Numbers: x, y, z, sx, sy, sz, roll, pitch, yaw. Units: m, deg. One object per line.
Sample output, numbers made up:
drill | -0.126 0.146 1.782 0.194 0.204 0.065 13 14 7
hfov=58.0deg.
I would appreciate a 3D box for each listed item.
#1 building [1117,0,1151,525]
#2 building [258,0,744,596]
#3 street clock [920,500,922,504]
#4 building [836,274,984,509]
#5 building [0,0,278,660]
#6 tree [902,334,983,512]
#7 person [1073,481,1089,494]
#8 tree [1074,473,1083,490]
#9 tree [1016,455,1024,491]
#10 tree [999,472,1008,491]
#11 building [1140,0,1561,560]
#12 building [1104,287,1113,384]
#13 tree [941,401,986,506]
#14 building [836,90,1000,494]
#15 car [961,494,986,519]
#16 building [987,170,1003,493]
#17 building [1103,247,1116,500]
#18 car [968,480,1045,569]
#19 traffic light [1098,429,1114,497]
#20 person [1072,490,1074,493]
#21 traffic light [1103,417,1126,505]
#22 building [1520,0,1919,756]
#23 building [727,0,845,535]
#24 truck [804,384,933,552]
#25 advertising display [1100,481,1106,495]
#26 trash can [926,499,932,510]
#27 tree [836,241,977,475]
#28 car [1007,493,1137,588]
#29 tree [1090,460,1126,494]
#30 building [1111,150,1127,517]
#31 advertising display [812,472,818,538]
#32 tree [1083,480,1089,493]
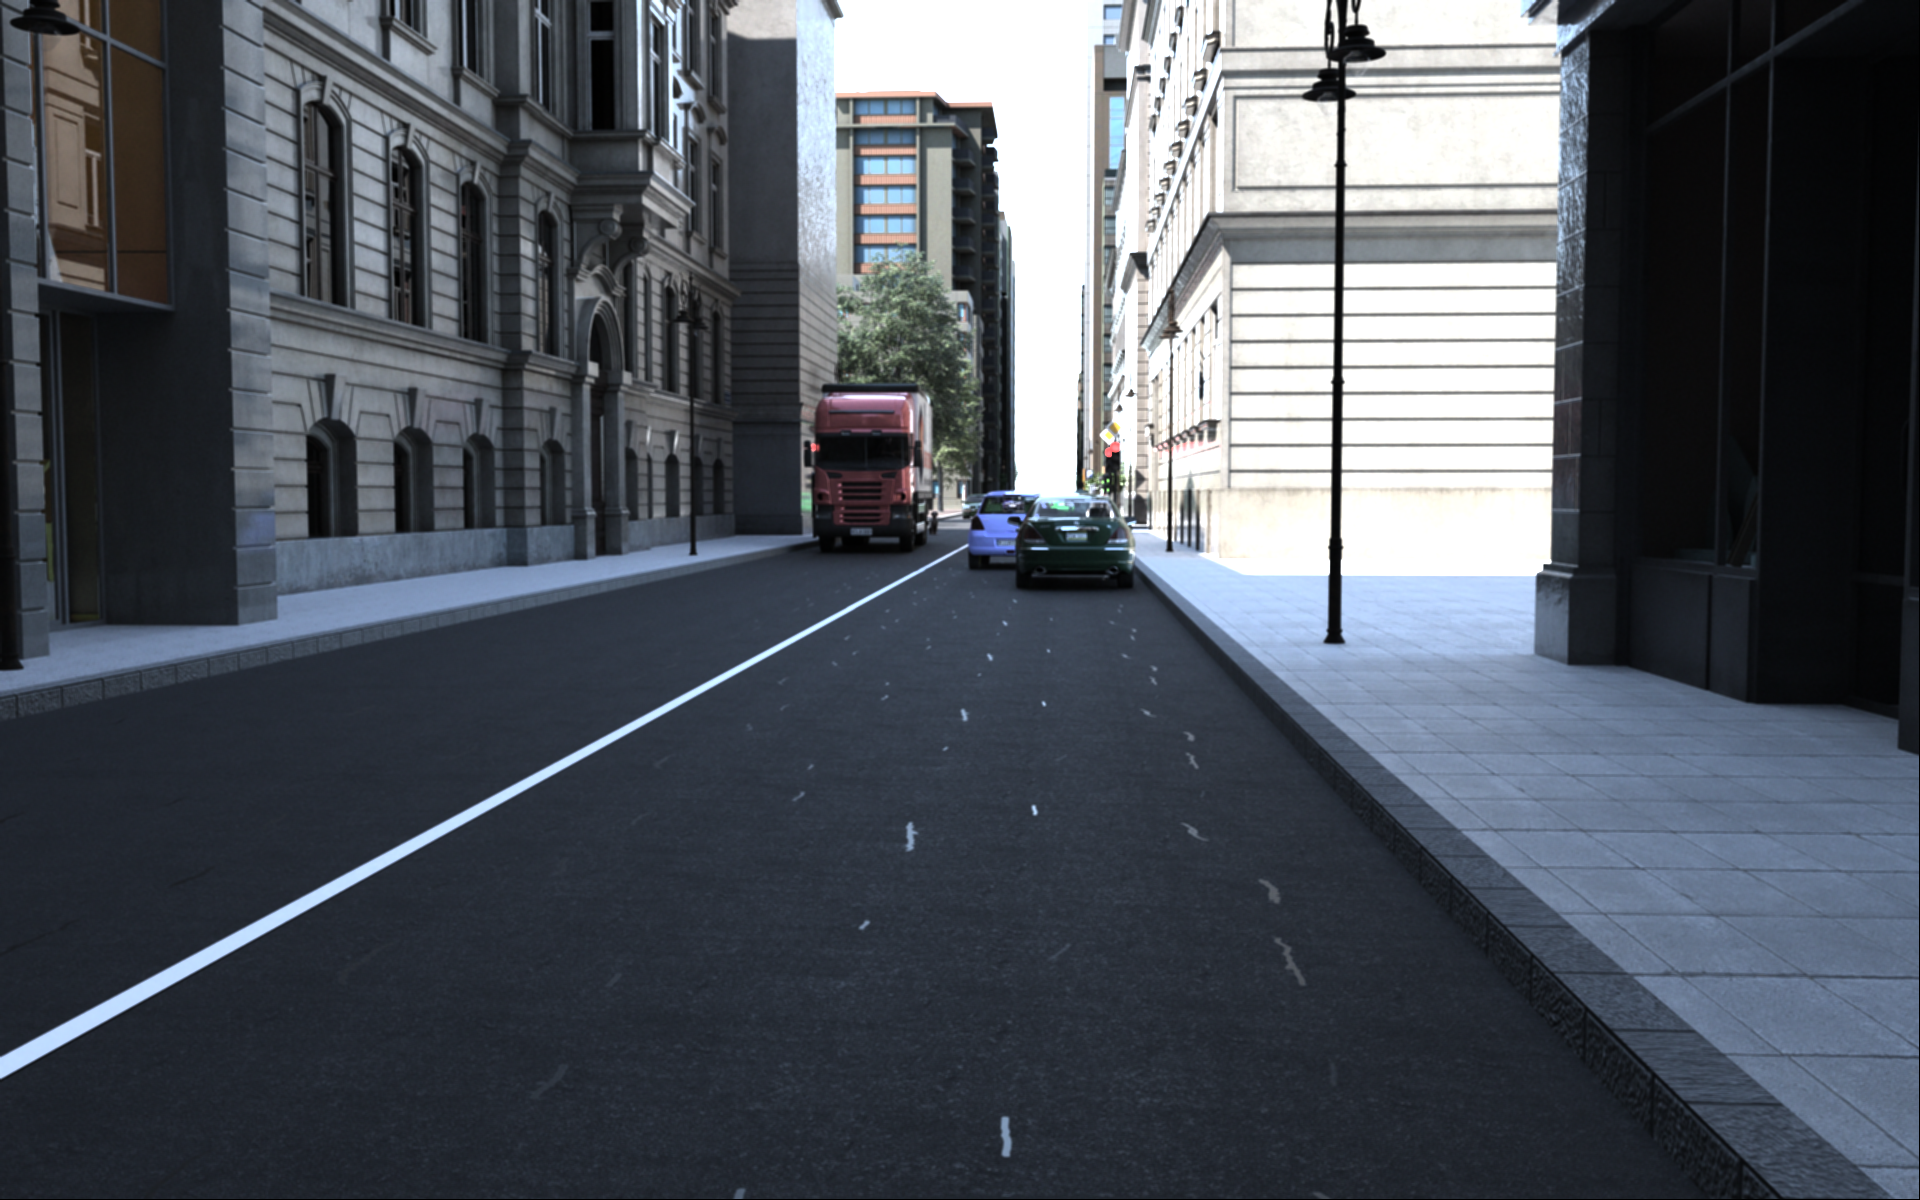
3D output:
building | 19.610 -17.028 75.668 25.104 27.353 12.463 0 4 3
building | -12.926 -13.199 34.890 14.460 24.649 34.723 0 4 3
street clock | -2.479 -6.562 111.858 0.471 2.002 0.358 2 4 25
building | -12.260 -19.412 162.419 27.650 21.520 28.899 0 4 3
building | -13.235 -13.761 2.494 11.434 29.767 29.804 0 4 3
tree | -1.675 -12.443 121.563 7.486 12.596 7.792 0 3 0
person | 3.661 -2.702 52.699 0.660 1.820 0.620 -1 4 -18
tree | 16.546 -15.008 229.096 4.285 4.588 4.351 0 3 0
tree | 9.566 -21.767 306.254 4.737 8.622 4.395 0 3 0
tree | 4.626 -14.701 224.071 4.285 4.588 4.351 0 3 0
building | 13.136 -13.065 46.896 16.112 22.955 30.059 0 4 3
building | 17.237 -18.265 134.791 11.583 22.565 21.152 0 4 3
tree | 0.214 -11.386 136.526 4.360 8.622 3.978 0 3 0
building | -6.989 -32.766 190.356 22.147 44.769 28.867 0 4 3
car | 1.099 -5.573 100.905 2.009 1.686 4.222 0 4 4
building | -2.387 -32.384 213.070 14.154 41.232 14.086 0 4 3
building | 14.987 -15.302 114.813 10.561 19.102 19.286 0 4 3
car | 1.120 -1.517 34.400 1.945 1.707 3.694 0 4 5
traffic light | 6.095 -5.017 70.950 0.839 4.253 0.868 0 4 3
person | 9.468 -8.454 147.167 0.683 1.767 0.568 0 4 4
traffic light | 5.624 -4.530 62.979 0.839 4.253 0.868 0 4 3
building | 8.953 -9.832 11.662 10.553 20.767 40.483 0 4 3
building | -13.547 -12.814 58.663 18.267 20.994 9.793 0 4 3
truck | -2.211 -3.511 46.325 2.839 4.237 11.283 0 4 2
advertising display | 6.685 -4.644 81.150 0.123 1.923 0.974 0 4 -4
trash can | -2.465 -7.843 139.892 0.748 1.137 0.748 0 3 0
tree | -3.668 -11.155 89.043 9.857 13.997 8.962 0 3 0
car | 1.818 -0.985 27.910 2.131 1.459 4.920 0 4 2
tree | 7.615 -5.564 85.573 1.663 3.219 1.824 0 3 0
building | 13.496 -15.102 96.070 9.793 20.994 18.267 0 4 3
advertising display | -4.274 -2.803 51.043 0.123 1.923 0.974 0 4 -1
tree | 11.439 -9.351 147.486 1.663 3.219 1.824 0 3 0
